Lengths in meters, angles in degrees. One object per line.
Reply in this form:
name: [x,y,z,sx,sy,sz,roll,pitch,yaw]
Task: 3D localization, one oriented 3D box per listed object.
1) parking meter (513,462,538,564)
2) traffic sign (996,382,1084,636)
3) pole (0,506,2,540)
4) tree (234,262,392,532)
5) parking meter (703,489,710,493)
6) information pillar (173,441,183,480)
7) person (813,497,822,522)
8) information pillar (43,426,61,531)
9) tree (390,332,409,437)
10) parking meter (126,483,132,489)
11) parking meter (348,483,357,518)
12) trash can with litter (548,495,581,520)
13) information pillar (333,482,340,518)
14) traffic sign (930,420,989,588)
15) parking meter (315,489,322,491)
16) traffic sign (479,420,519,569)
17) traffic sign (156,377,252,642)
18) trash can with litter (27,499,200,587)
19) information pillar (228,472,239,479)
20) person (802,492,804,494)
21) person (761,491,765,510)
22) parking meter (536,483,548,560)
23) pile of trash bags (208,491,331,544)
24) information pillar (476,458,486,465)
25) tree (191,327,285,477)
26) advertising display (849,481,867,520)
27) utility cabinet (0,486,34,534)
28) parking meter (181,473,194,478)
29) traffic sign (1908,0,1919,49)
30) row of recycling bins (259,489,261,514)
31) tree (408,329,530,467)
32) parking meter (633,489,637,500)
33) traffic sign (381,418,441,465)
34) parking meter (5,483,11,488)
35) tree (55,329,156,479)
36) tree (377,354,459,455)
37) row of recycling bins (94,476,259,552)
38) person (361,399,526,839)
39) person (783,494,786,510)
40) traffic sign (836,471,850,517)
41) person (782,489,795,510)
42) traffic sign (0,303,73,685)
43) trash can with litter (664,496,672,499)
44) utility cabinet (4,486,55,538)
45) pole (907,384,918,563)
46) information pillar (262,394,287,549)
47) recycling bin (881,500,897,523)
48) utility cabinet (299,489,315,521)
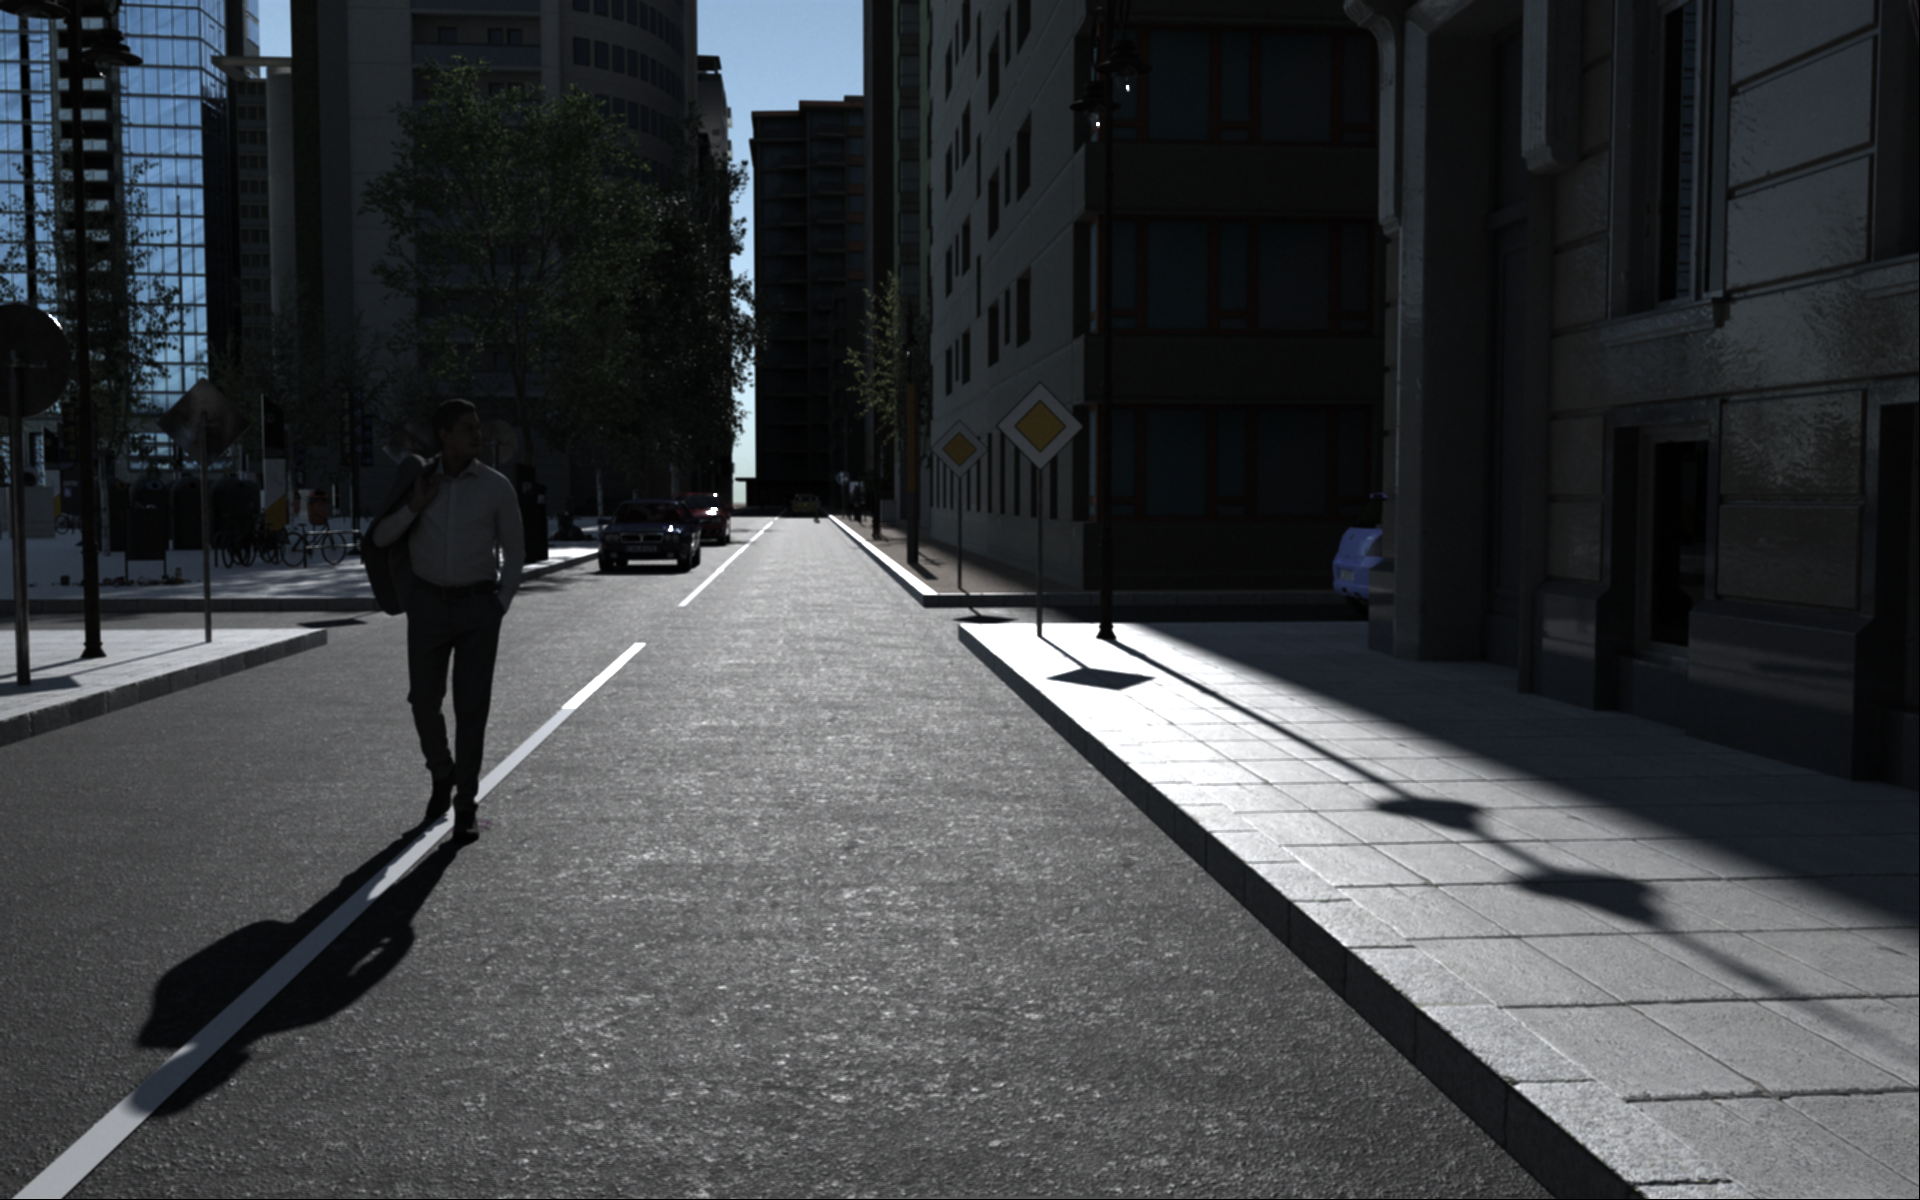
parking meter: [-8.043,-1.612,32.063,0.399,1.863,0.255,-2,4,-33]
traffic sign: [0.714,-0.729,15.564,0.795,2.450,0.064,0,4,-5]
pole: [-26.848,-3.327,48.237,0.158,3.312,0.155,0,3,0]
tree: [-21.319,-6.425,55.408,4.360,8.622,3.978,0,3,0]
parking meter: [-13.755,-5.244,94.155,0.372,1.533,0.369,0,3,0]
information pillar: [-29.575,-4.537,65.539,0.183,3.616,0.504,0,4,7]
person: [-7.204,-4.571,87.508,0.475,1.303,0.640,-3,5,-40]
information pillar: [-31.247,-4.172,59.572,0.504,3.616,0.183,-3,4,-39]
tree: [-23.562,-7.083,66.177,4.360,8.622,3.978,0,3,0]
parking meter: [-42.027,-5.022,87.820,0.399,1.863,0.255,-1,4,-20]
parking meter: [-32.743,-5.364,93.412,0.399,1.863,0.255,1,4,17]
trash can with litter: [-19.958,-4.647,87.041,2.233,1.210,1.678,-3,4,-38]
information pillar: [-33.899,-5.484,94.158,0.304,2.012,0.304,-3,4,-36]
traffic sign: [-0.009,-1.216,23.516,0.795,2.450,0.064,0,4,-5]
parking meter: [-31.416,-4.675,84.849,0.372,1.533,0.369,0,3,0]
traffic sign: [-7.935,-1.805,29.625,0.768,2.556,0.104,0,4,-5]
traffic sign: [-6.502,-0.690,14.931,0.795,2.450,0.064,0,4,-5]
trash can with litter: [-11.965,-0.826,24.555,2.233,1.210,1.678,-1,4,-17]
information pillar: [-24.707,-3.331,58.953,0.304,2.012,0.304,-1,4,-15]
person: [-12.599,-7.872,138.680,0.415,1.643,0.593,-3,5,-41]
person: [-17.967,-9.161,158.816,0.750,1.759,0.617,2,4,31]
parking meter: [-8.202,-1.544,33.658,0.372,1.533,0.369,0,3,0]
pile of trash bags: [-17.998,-2.145,44.817,3.447,1.369,1.912,-3,5,-44]
information pillar: [-23.407,-5.711,84.732,0.504,3.616,0.183,0,4,-4]
tree: [-32.443,-7.782,77.590,4.737,8.622,4.395,0,3,0]
advertising display: [-5.020,-4.881,85.024,0.974,1.923,0.123,2,4,29]
utility cabinet: [-32.633,-3.110,59.531,1.173,1.500,0.318,-1,4,-12]
parking meter: [-21.535,-2.607,48.333,0.255,1.863,0.399,-1,4,-9]
traffic sign: [1.957,-0.175,2.975,0.768,2.556,0.104,0,4,0]
row of recycling bins: [-21.759,-2.580,49.304,3.534,1.692,1.069,-1,4,-12]
tree: [-20.470,-7.489,72.801,4.360,8.622,3.978,0,3,0]
parking meter: [-14.667,-4.294,78.616,0.372,1.533,0.369,0,3,0]
traffic sign: [-7.225,-1.177,22.883,0.795,2.450,0.064,0,4,-5]
parking meter: [-47.973,-4.989,87.284,0.399,1.863,0.255,0,4,-2]
tree: [-38.760,-7.814,78.125,4.737,8.622,4.395,0,3,0]
tree: [-28.537,-8.649,91.775,4.737,8.622,4.395,0,3,0]
row of recycling bins: [-18.156,-1.997,39.761,3.534,1.692,1.069,-3,5,-44]
person: [-2.211,0.071,7.434,0.679,1.850,0.850,-1,4,-13]
person: [-16.214,-9.033,159.405,0.599,1.433,0.991,0,4,-4]
traffic sign: [-6.402,-5.794,94.833,0.768,2.556,0.104,0,4,-4]
person: [-15.243,-8.941,154.312,1.348,1.869,0.705,0,4,3]
traffic sign: [-6.300,-0.702,11.576,0.768,2.556,0.104,0,4,4]
trash can with litter: [-14.449,-4.485,84.717,0.624,1.170,1.055,2,4,30]
utility cabinet: [-26.786,-2.524,49.946,1.173,1.500,0.318,-2,4,-34]
pole: [-0.878,-2.339,32.084,0.158,3.312,0.155,0,3,0]
information pillar: [-16.116,-3.017,40.678,0.504,3.616,0.183,-3,4,-36]
recycling bin: [-3.291,-4.029,78.420,0.722,1.027,0.722,-1,4,-17]
utility cabinet: [-31.060,-4.506,82.352,0.318,1.500,1.173,-3,5,-44]
